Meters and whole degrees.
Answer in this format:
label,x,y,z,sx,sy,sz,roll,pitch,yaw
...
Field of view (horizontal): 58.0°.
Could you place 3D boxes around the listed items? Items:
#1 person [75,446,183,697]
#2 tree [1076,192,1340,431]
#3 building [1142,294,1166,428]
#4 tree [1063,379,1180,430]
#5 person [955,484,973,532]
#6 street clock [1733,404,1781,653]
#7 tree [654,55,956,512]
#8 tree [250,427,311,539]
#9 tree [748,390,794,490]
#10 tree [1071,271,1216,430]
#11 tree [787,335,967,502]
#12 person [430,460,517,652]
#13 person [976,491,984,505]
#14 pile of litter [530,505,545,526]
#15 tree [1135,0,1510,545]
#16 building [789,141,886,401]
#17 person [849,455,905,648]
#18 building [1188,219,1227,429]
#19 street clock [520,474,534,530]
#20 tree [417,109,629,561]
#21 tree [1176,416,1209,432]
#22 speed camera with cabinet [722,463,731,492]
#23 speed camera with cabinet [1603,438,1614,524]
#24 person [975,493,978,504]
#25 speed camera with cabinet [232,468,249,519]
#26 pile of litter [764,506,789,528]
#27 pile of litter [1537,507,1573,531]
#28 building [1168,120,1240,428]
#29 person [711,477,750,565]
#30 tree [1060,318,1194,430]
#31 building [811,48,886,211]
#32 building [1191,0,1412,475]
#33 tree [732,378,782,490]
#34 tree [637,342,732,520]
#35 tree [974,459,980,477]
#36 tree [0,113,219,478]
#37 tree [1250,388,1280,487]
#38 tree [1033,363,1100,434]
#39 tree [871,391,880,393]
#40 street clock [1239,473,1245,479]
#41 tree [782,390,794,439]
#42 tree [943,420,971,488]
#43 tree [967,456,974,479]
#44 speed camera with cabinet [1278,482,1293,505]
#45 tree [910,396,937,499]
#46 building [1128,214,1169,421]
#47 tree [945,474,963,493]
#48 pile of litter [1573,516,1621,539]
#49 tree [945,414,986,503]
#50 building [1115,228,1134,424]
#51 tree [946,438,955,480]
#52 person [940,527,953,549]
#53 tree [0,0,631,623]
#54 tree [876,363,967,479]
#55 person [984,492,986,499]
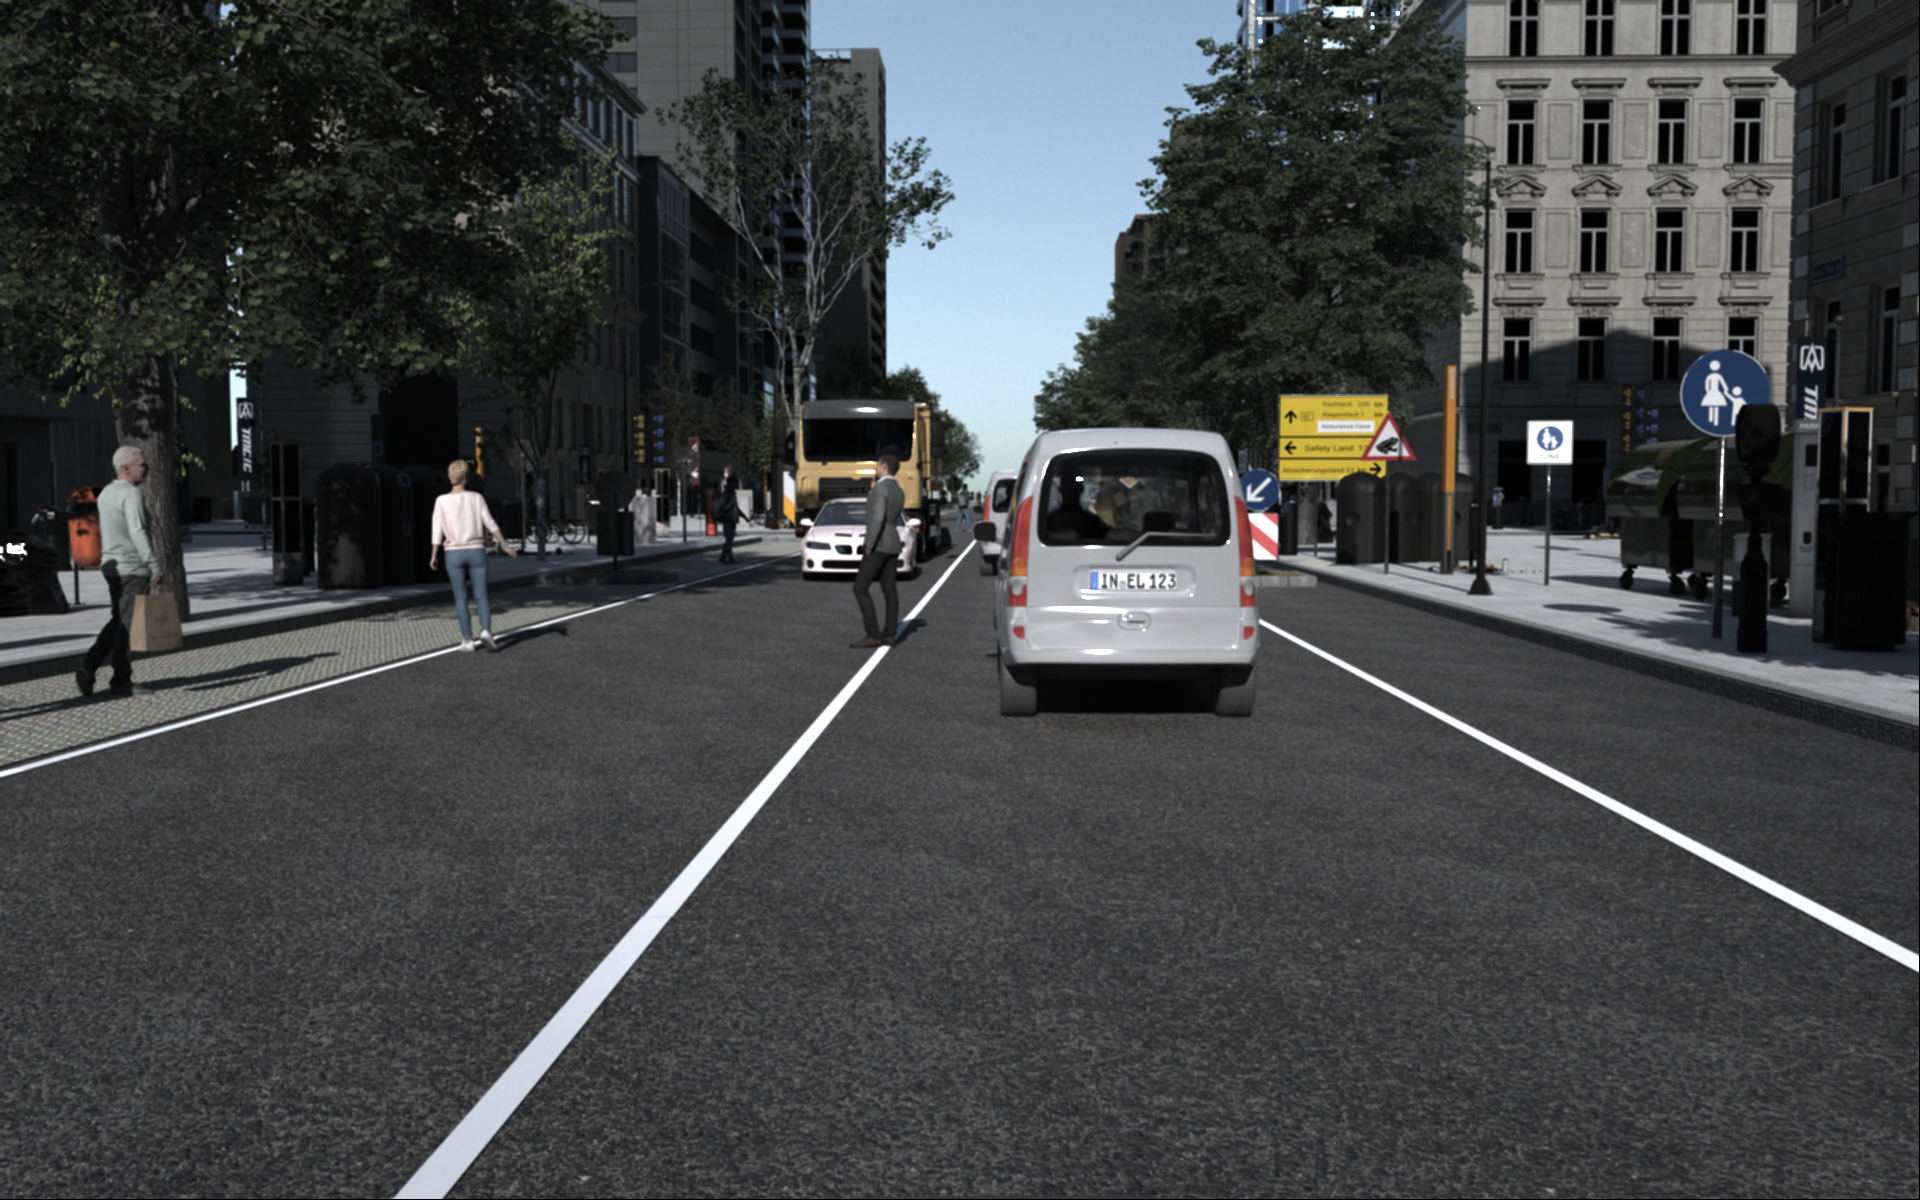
label,x,y,z,sx,sy,sz,roll,pitch,yaw
person,-5.821,-0.190,12.098,0.782,1.767,0.515,3,5,40
tree,9.550,-9.583,67.053,12.009,13.543,11.850,0,3,0
building,31.810,-28.804,242.638,14.160,30.474,14.107,0,4,2
tree,11.119,-11.439,121.435,8.767,10.594,7.601,-2,4,-35
person,0.147,-3.458,65.031,0.713,1.824,0.794,-1,4,-19
street clock,6.429,-0.577,14.003,0.358,2.002,0.471,1,4,10
tree,-5.613,-13.275,72.938,12.611,20.169,13.585,0,3,0
tree,-19.814,-3.384,49.925,1.663,3.219,1.824,0,3,0
tree,-13.043,-10.488,121.844,4.737,8.622,4.395,0,3,0
tree,9.420,-10.413,88.377,7.486,12.596,7.792,0,3,0
tree,-5.558,-10.200,101.183,8.767,10.594,7.601,-3,5,-43
person,-4.381,-0.400,15.712,0.731,1.740,0.598,-2,4,-31
person,2.319,-11.906,203.180,1.348,1.822,0.705,-3,5,-43
pile of litter,-17.595,-3.473,70.753,1.176,0.858,1.719,2,4,30
tree,8.610,-8.363,43.390,9.857,13.997,8.962,0,3,0
building,-22.223,-37.760,241.077,21.300,48.544,21.600,0,4,2
person,-0.767,-0.462,16.239,0.473,1.802,0.592,3,4,38
building,30.319,-24.867,178.275,14.160,30.474,14.107,0,4,2
street clock,-15.435,-3.498,61.758,0.358,2.002,0.471,2,4,30
tree,-8.215,-5.067,33.205,4.737,8.622,4.395,0,3,0
tree,16.559,-11.016,130.480,4.737,8.622,4.395,0,3,0
speed camera with cabinet,-14.374,-7.055,109.686,0.660,3.252,2.038,1,4,21
speed camera with cabinet,22.883,-4.040,60.383,0.660,3.252,2.038,1,4,13
person,2.358,-14.624,249.073,0.593,1.643,0.415,1,4,14
speed camera with cabinet,-37.846,-5.906,90.905,0.660,3.252,2.038,-3,4,-36
pile of litter,-6.864,-3.139,65.285,1.176,0.858,1.719,1,4,9
pile of litter,21.116,-2.856,60.657,1.176,0.858,1.719,-3,5,-44
building,30.077,-31.124,192.473,14.154,41.232,14.086,0,4,2
person,-4.629,-1.588,34.809,0.721,1.781,0.623,0,4,5
tree,9.631,-10.469,96.922,9.928,11.665,9.643,0,3,0
building,-20.412,-51.702,283.572,20.563,71.187,20.611,0,4,2
building,33.181,-51.454,153.952,22.319,86.520,31.000,0,4,2
tree,-13.394,-9.497,105.632,4.360,8.622,3.978,0,3,0
tree,-13.524,-8.212,84.627,4.360,8.622,3.978,0,3,0
tree,-0.282,-21.933,293.018,8.767,10.594,7.601,1,4,19
tree,-15.517,-4.991,31.959,4.737,8.622,4.395,0,3,0
tree,17.521,-8.893,95.764,4.360,8.622,3.978,0,3,0
tree,11.632,-15.979,167.911,9.857,13.997,8.962,0,3,0
tree,-5.562,-10.274,118.347,4.737,8.622,4.395,0,3,0
street clock,9.844,-3.388,59.972,0.358,2.002,0.471,-2,4,-35
tree,-11.407,-9.870,111.733,4.360,8.622,3.978,0,3,0
tree,-2.237,-18.780,232.815,9.928,11.665,9.643,0,3,0
tree,-3.923,-14.622,173.479,7.601,10.594,8.767,-1,4,-19
speed camera with cabinet,15.215,-5.354,81.877,2.038,3.252,0.660,-1,4,-12
tree,-4.260,-10.856,127.865,4.360,8.622,3.978,0,3,0
building,36.977,-37.306,264.580,22.147,44.769,28.867,0,4,2
tree,-1.068,-17.925,276.789,4.285,4.588,4.351,0,3,0
pile of litter,18.780,-2.188,49.744,1.176,0.858,1.719,-2,4,-33
tree,-1.185,-21.601,263.539,12.009,13.543,11.850,0,3,0
building,32.861,-38.918,286.415,14.600,45.320,14.200,0,4,2
tree,-2.517,-15.559,204.746,4.360,8.622,3.978,0,3,0
person,-0.880,-2.253,45.558,0.699,1.804,1.509,-2,4,-35
tree,-7.938,-6.743,16.911,9.857,13.997,8.962,0,3,0
tree,-4.626,-14.394,152.343,9.611,12.733,9.660,0,3,0
person,2.895,-11.662,199.850,0.721,1.739,1.217,-2,4,-24
